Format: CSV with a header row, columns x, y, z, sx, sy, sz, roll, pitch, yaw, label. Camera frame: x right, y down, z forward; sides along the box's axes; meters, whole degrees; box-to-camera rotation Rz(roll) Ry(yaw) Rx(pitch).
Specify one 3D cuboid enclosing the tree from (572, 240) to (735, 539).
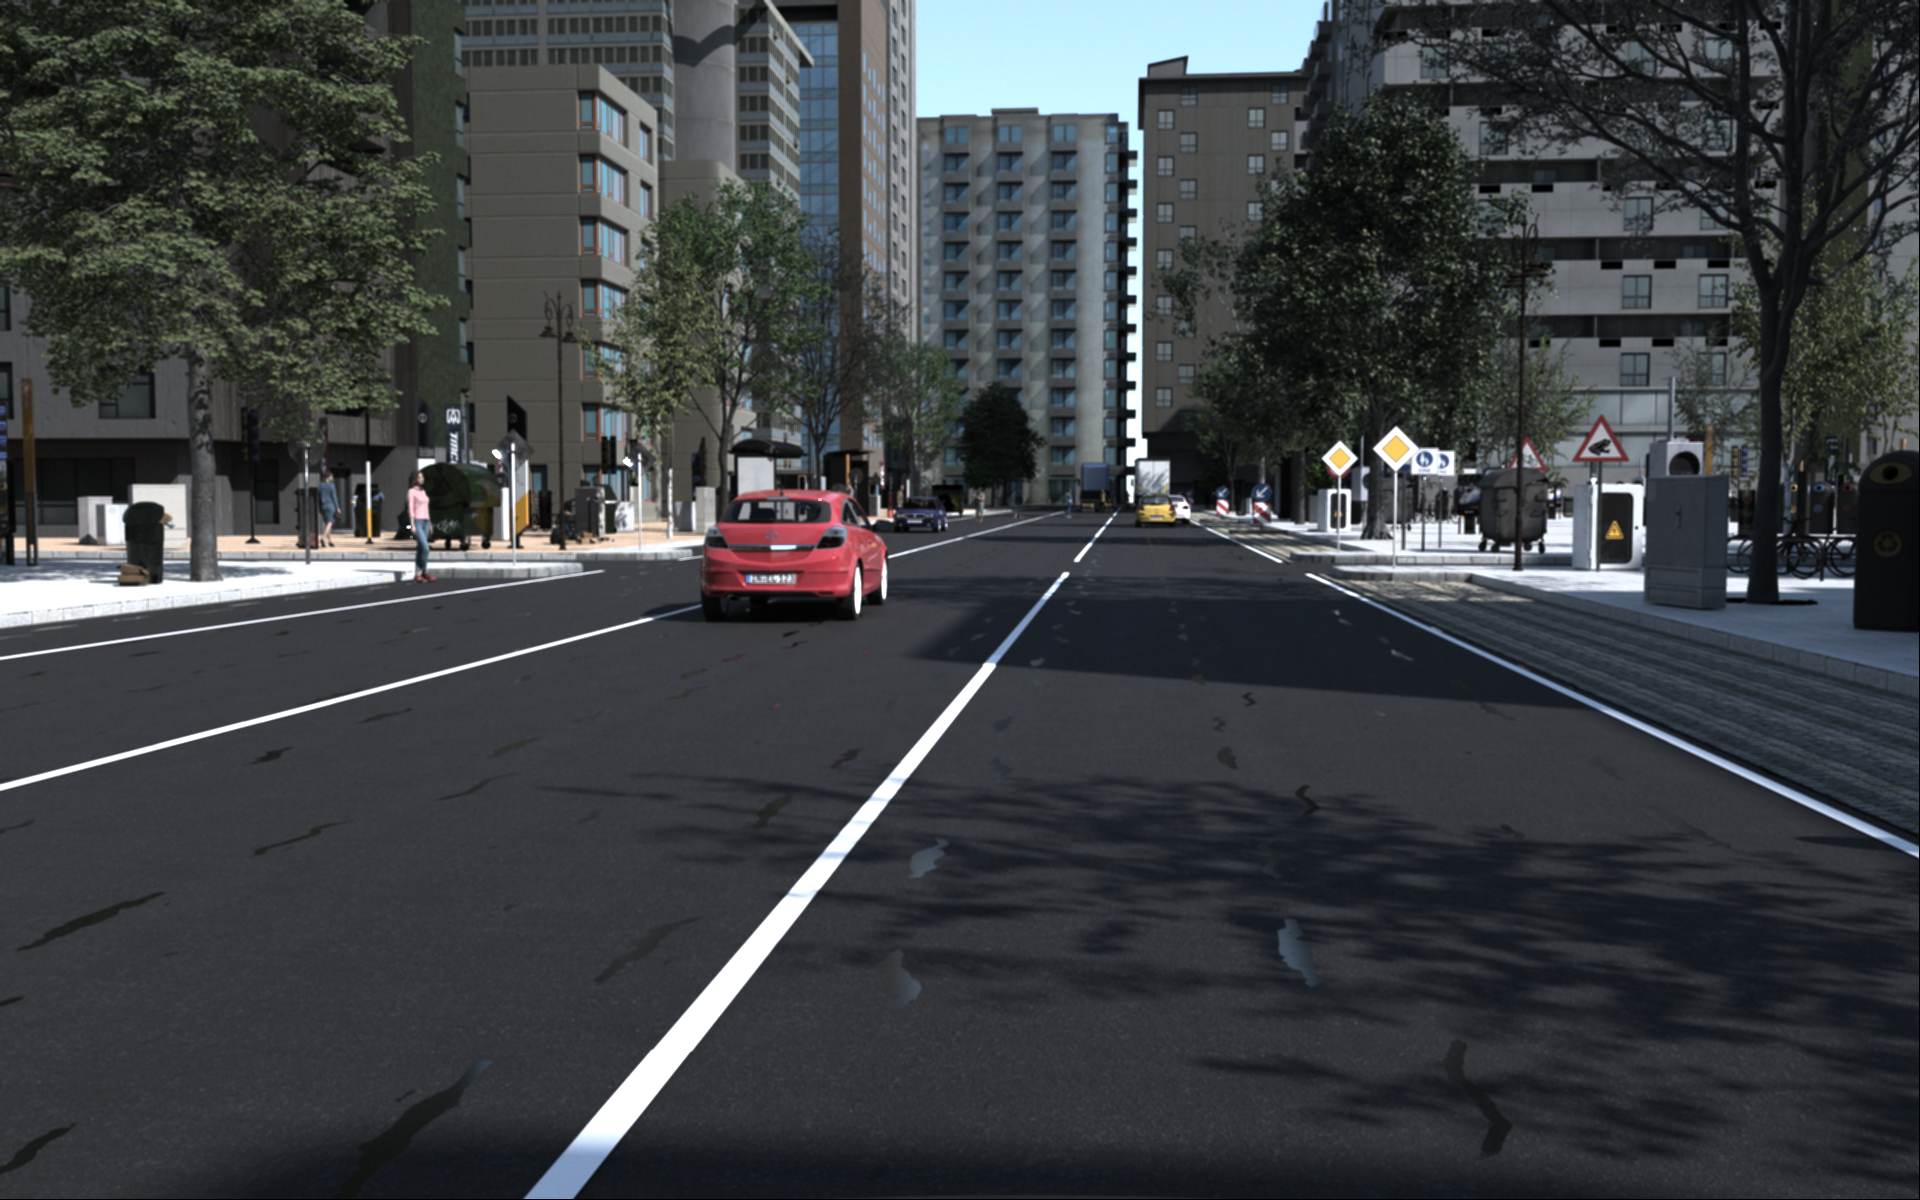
x,y,z,sx,sy,sz,roll,pitch,yaw,label
-8.592,-6.076,49.698,4.737,8.622,4.395,0,3,0,tree

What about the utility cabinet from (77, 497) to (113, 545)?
x,y,z,sx,sy,sz,roll,pitch,yaw,label
-22.056,-2.020,44.187,0.306,1.237,1.020,0,4,8,utility cabinet

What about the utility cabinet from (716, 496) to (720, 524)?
x,y,z,sx,sy,sz,roll,pitch,yaw,label
-9.451,-3.344,65.831,1.020,1.237,0.306,1,4,13,utility cabinet

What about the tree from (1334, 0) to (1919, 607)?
x,y,z,sx,sy,sz,roll,pitch,yaw,label
9.444,-6.691,19.764,12.009,13.543,11.850,0,3,0,tree

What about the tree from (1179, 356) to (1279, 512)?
x,y,z,sx,sy,sz,roll,pitch,yaw,label
19.789,-12.252,126.070,9.928,11.665,9.643,0,3,0,tree

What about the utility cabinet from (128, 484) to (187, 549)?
x,y,z,sx,sy,sz,roll,pitch,yaw,label
-18.367,-1.894,39.639,1.173,1.500,0.318,-3,5,-44,utility cabinet

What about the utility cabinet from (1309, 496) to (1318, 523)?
x,y,z,sx,sy,sz,roll,pitch,yaw,label
15.850,-3.968,76.031,1.020,1.237,0.306,3,4,37,utility cabinet

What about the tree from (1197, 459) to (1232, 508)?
x,y,z,sx,sy,sz,roll,pitch,yaw,label
23.426,-10.742,159.350,4.285,4.588,4.351,0,3,0,tree

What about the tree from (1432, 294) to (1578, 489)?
x,y,z,sx,sy,sz,roll,pitch,yaw,label
20.069,-6.883,62.897,4.360,8.622,3.978,0,3,0,tree

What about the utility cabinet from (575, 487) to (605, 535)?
x,y,z,sx,sy,sz,roll,pitch,yaw,label
-11.466,-2.748,53.610,1.173,1.500,0.318,3,5,43,utility cabinet

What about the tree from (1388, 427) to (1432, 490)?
x,y,z,sx,sy,sz,roll,pitch,yaw,label
27.773,-9.543,106.390,4.360,8.622,3.978,0,3,0,tree

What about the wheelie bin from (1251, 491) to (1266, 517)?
x,y,z,sx,sy,sz,roll,pitch,yaw,label
16.946,-5.542,98.527,0.980,1.594,0.693,-3,5,-39,wheelie bin

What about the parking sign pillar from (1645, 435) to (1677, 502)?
x,y,z,sx,sy,sz,roll,pitch,yaw,label
32.250,-5.576,79.639,1.447,3.967,1.447,3,4,38,parking sign pillar

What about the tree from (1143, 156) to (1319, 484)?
x,y,z,sx,sy,sz,roll,pitch,yaw,label
16.982,-14.934,100.053,12.611,20.169,13.585,0,3,0,tree

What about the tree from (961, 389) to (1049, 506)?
x,y,z,sx,sy,sz,roll,pitch,yaw,label
4.863,-16.599,188.406,9.611,12.733,9.660,0,3,0,tree

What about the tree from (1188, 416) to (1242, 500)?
x,y,z,sx,sy,sz,roll,pitch,yaw,label
21.960,-11.893,144.815,4.360,8.622,3.978,0,3,0,tree

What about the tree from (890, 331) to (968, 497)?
x,y,z,sx,sy,sz,roll,pitch,yaw,label
-3.287,-11.248,109.654,9.928,11.665,9.643,0,3,0,tree

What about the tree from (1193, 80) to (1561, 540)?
x,y,z,sx,sy,sz,roll,pitch,yaw,label
11.717,-8.042,48.496,9.611,12.733,9.660,0,3,0,tree

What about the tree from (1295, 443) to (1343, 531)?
x,y,z,sx,sy,sz,roll,pitch,yaw,label
12.628,-4.023,60.378,1.663,3.219,1.824,0,3,0,tree

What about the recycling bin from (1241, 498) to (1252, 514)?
x,y,z,sx,sy,sz,roll,pitch,yaw,label
18.660,-6.071,111.820,0.722,1.027,0.722,3,5,43,recycling bin

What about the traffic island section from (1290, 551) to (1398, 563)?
x,y,z,sx,sy,sz,roll,pitch,yaw,label
8.232,-0.929,37.474,2.009,0.180,2.903,0,4,6,traffic island section

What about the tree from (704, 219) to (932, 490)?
x,y,z,sx,sy,sz,roll,pitch,yaw,label
-6.364,-10.242,77.832,12.009,13.543,11.850,0,3,0,tree

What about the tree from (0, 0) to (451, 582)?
x,y,z,sx,sy,sz,roll,pitch,yaw,label
-11.543,-6.540,25.057,7.486,12.596,7.792,0,3,0,tree

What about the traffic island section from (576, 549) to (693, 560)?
x,y,z,sx,sy,sz,roll,pitch,yaw,label
-7.234,-1.023,39.006,2.009,0.180,2.903,0,4,6,traffic island section

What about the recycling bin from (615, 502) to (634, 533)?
x,y,z,sx,sy,sz,roll,pitch,yaw,label
-11.332,-2.770,57.848,0.722,1.027,0.722,-2,4,-29,recycling bin

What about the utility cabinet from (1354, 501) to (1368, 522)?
x,y,z,sx,sy,sz,roll,pitch,yaw,label
18.596,-4.171,79.359,1.020,1.237,0.306,2,4,32,utility cabinet

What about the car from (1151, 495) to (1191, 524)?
x,y,z,sx,sy,sz,roll,pitch,yaw,label
10.067,-4.333,83.211,2.083,1.381,4.827,0,4,5,car

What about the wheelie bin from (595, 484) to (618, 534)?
x,y,z,sx,sy,sz,roll,pitch,yaw,label
-11.556,-2.940,55.969,0.693,1.594,0.980,2,4,35,wheelie bin

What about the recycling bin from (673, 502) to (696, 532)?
x,y,z,sx,sy,sz,roll,pitch,yaw,label
-9.243,-2.817,58.610,0.722,1.027,0.722,1,4,10,recycling bin

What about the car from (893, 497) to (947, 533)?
x,y,z,sx,sy,sz,roll,pitch,yaw,label
-1.488,-3.234,65.456,1.945,1.354,3.894,0,4,5,car

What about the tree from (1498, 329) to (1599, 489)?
x,y,z,sx,sy,sz,roll,pitch,yaw,label
25.648,-7.720,76.585,4.737,8.622,4.395,0,3,0,tree

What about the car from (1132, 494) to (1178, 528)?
x,y,z,sx,sy,sz,roll,pitch,yaw,label
8.507,-3.990,75.455,2.015,1.641,3.980,0,4,5,car

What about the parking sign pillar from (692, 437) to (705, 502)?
x,y,z,sx,sy,sz,roll,pitch,yaw,label
-12.274,-5.683,81.381,1.447,3.967,1.447,0,4,1,parking sign pillar

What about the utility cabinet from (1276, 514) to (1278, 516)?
x,y,z,sx,sy,sz,roll,pitch,yaw,label
19.303,-5.615,102.973,1.020,1.237,0.306,-1,4,-15,utility cabinet

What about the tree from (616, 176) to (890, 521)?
x,y,z,sx,sy,sz,roll,pitch,yaw,label
-7.685,-8.004,56.626,9.928,11.665,9.643,0,3,0,tree

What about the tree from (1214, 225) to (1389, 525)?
x,y,z,sx,sy,sz,roll,pitch,yaw,label
14.735,-9.443,72.512,7.486,12.596,7.792,0,3,0,tree

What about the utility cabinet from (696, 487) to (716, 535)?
x,y,z,sx,sy,sz,roll,pitch,yaw,label
-7.993,-2.806,54.550,0.318,1.500,1.173,1,4,9,utility cabinet

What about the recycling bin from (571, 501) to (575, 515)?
x,y,z,sx,sy,sz,roll,pitch,yaw,label
-13.337,-2.992,61.477,0.722,1.027,0.722,0,4,5,recycling bin

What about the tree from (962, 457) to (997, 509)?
x,y,z,sx,sy,sz,roll,pitch,yaw,label
1.744,-10.341,152.789,4.285,4.588,4.351,0,3,0,tree

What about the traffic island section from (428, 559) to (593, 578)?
x,y,z,sx,sy,sz,roll,pitch,yaw,label
-8.021,-0.537,31.060,2.009,0.180,2.903,0,4,6,traffic island section

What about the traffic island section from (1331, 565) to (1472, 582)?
x,y,z,sx,sy,sz,roll,pitch,yaw,label
7.444,-0.443,29.527,2.009,0.180,2.903,0,4,6,traffic island section

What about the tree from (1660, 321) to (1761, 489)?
x,y,z,sx,sy,sz,roll,pitch,yaw,label
31.673,-7.516,73.242,4.360,8.622,3.978,0,3,0,tree

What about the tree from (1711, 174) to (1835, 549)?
x,y,z,sx,sy,sz,roll,pitch,yaw,label
19.407,-5.487,40.068,4.737,8.622,4.395,0,3,0,tree

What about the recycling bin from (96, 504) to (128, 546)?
x,y,z,sx,sy,sz,roll,pitch,yaw,label
-20.961,-1.863,43.008,0.722,1.027,0.722,-3,5,-43,recycling bin

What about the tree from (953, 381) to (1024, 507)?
x,y,z,sx,sy,sz,roll,pitch,yaw,label
2.984,-15.613,173.396,7.486,12.596,7.792,0,3,0,tree

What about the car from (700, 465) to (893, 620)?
x,y,z,sx,sy,sz,roll,pitch,yaw,label
-1.938,-0.744,21.198,2.155,1.783,4.494,0,4,4,car

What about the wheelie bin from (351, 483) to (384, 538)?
x,y,z,sx,sy,sz,roll,pitch,yaw,label
-17.477,-2.650,51.230,0.980,1.594,0.693,-3,5,-43,wheelie bin

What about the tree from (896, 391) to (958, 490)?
x,y,z,sx,sy,sz,roll,pitch,yaw,label
-2.070,-10.404,120.467,4.360,8.622,3.978,0,3,0,tree
